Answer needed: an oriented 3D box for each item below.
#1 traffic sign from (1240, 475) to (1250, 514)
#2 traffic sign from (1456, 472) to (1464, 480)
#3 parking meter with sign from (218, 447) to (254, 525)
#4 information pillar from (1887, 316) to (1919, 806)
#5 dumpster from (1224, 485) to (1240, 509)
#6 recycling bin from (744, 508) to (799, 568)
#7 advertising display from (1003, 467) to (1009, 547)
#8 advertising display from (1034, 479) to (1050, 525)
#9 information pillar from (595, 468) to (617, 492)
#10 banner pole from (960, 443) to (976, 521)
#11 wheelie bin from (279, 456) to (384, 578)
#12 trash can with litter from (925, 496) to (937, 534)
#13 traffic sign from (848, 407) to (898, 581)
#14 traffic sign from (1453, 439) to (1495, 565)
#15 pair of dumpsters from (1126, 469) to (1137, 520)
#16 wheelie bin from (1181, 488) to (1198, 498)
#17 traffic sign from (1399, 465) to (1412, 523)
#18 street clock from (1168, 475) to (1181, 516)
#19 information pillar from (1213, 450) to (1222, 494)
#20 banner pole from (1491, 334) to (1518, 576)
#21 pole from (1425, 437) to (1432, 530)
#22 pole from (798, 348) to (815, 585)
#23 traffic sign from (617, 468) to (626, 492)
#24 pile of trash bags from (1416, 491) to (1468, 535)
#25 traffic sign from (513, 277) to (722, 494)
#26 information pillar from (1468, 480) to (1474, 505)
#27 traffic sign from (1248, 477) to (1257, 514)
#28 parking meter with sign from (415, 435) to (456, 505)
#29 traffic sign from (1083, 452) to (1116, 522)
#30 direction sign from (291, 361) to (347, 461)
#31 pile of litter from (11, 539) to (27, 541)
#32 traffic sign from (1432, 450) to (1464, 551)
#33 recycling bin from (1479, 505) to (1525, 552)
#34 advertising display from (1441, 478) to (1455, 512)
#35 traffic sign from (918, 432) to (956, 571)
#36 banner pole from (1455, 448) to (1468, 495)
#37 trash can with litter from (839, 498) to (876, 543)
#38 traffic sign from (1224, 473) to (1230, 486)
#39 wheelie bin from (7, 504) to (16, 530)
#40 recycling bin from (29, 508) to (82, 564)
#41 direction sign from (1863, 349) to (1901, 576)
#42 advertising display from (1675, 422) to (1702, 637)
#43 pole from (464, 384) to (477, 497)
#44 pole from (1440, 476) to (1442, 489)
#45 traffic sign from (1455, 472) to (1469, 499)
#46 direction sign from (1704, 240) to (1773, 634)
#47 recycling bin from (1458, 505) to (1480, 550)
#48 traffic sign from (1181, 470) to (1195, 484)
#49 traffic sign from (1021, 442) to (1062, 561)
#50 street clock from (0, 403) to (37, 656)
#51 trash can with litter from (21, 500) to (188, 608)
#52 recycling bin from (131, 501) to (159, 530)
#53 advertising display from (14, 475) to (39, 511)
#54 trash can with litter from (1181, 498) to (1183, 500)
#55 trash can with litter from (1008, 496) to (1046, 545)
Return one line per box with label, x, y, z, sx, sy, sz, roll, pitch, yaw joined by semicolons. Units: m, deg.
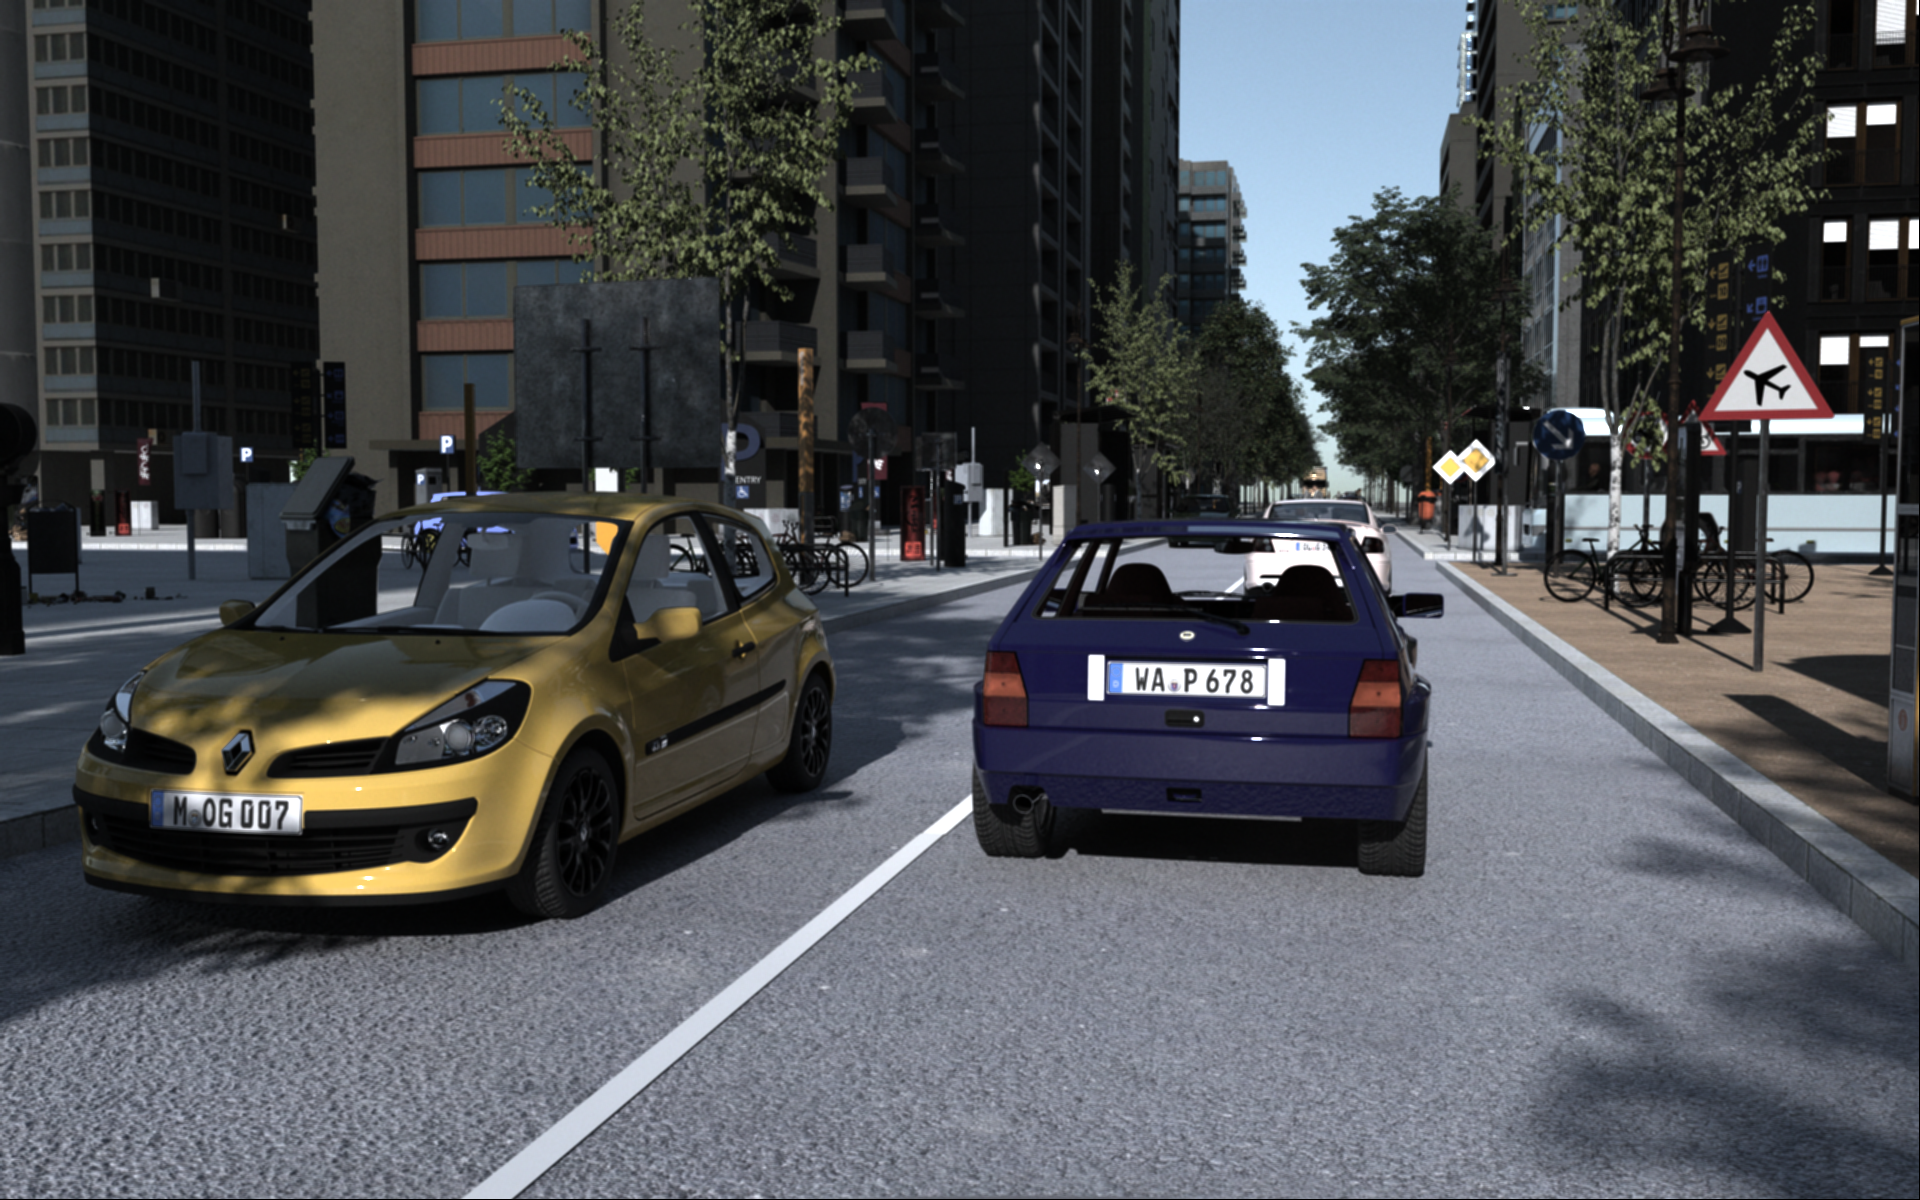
traffic sign;18.146;-6.750;110.463;0.768;2.556;0.104;1;4;13
traffic sign;18.140;-3.891;63.730;0.768;2.556;0.104;1;4;22
parking meter with sign;-26.755;-4.132;63.823;0.543;3.016;1.738;1;4;13
information pillar;4.090;-0.165;7.188;0.304;2.012;0.304;1;4;8
dumpster;17.733;-6.619;113.973;1.264;1.857;1.865;1;4;13
recycling bin;-3.269;-1.071;30.063;0.722;1.027;0.722;-3;5;-43
advertising display;1.124;-2.269;42.305;0.123;1.923;0.974;0;4;1
advertising display;3.592;-4.096;72.189;0.974;1.923;0.123;1;4;15
information pillar;-5.151;-2.088;25.491;0.504;3.616;0.183;2;4;29
banner pole;0.377;-5.746;83.959;0.863;3.779;0.401;0;4;-2
wheelie bin;-5.314;-0.415;14.701;0.980;1.594;0.693;3;5;42
trash can with litter;-0.768;-2.755;56.109;1.678;1.210;2.233;2;4;31
traffic sign;-1.294;-1.550;25.443;0.768;2.556;0.104;1;4;14
traffic sign;9.351;-1.700;31.445;0.795;2.450;0.064;1;4;13
pair of dumpsters;5.219;-3.574;60.931;1.574;2.255;4.437;1;4;13
wheelie bin;11.123;-4.637;83.723;0.980;1.594;0.693;1;4;12
traffic sign;19.539;-4.614;75.541;0.768;2.556;0.104;1;4;18
street clock;8.130;-3.741;65.737;0.471;2.002;0.358;0;4;8
information pillar;13.688;-6.171;92.248;0.504;3.616;0.183;-2;4;-24
banner pole;8.430;-2.257;26.926;0.401;3.779;0.863;2;4;34
pole;16.759;-4.167;61.978;0.158;3.312;0.155;0;3;0
pole;-2.159;-1.863;24.311;0.158;3.312;0.155;0;3;0
traffic sign;-3.347;-1.041;17.129;0.768;2.556;0.104;1;4;21
pile of trash bags;15.879;-2.745;54.628;1.912;1.369;3.447;-3;5;-39
traffic sign;-3.317;-1.392;16.628;2.265;3.308;0.079;1;4;20
information pillar;26.819;-5.276;90.756;0.304;2.012;0.304;-1;4;-10
traffic sign;18.636;-6.788;111.092;0.768;2.556;0.104;1;4;16
parking meter with sign;-15.526;-3.322;50.572;0.543;3.016;1.738;2;4;27
traffic sign;3.293;-2.285;40.995;0.795;2.450;0.064;1;4;13
direction sign;-10.977;-2.307;29.711;0.876;3.537;0.379;-1;4;-11
pile of litter;-25.650;-2.078;47.932;1.176;0.858;1.719;2;4;27
traffic sign;11.092;-2.177;39.239;0.795;2.450;0.064;1;4;13
recycling bin;12.154;-1.601;38.725;0.722;1.027;0.722;2;4;35
advertising display;17.723;-3.528;62.900;0.123;1.923;0.974;3;4;36
traffic sign;-0.359;-1.626;28.720;0.606;2.300;0.079;1;4;20
banner pole;24.198;-5.736;83.803;0.863;3.779;0.401;3;5;40
trash can with litter;-2.741;-2.114;45.950;0.624;1.170;1.055;2;4;29
traffic sign;16.555;-6.493;106.259;0.768;2.556;0.104;1;4;16
wheelie bin;-33.341;-3.267;61.326;0.980;1.594;0.693;3;5;40
recycling bin;-16.601;-1.176;31.785;0.722;1.027;0.722;-3;5;-40
direction sign;14.600;-2.160;27.321;0.876;3.537;0.379;-1;4;-17
advertising display;6.663;-0.658;15.980;0.123;1.923;0.974;1;4;13
pole;-9.057;-2.338;32.073;0.158;3.312;0.155;0;3;0
pole;29.087;-6.776;104.637;0.158;3.312;0.155;0;3;0
traffic sign;22.152;-4.689;76.774;0.768;2.556;0.104;1;4;19
direction sign;7.142;-1.466;15.972;0.379;3.537;0.876;-1;4;-13
recycling bin;12.017;-1.683;40.066;0.722;1.027;0.722;-1;4;-14
traffic sign;11.893;-5.522;90.394;0.768;2.556;0.104;1;4;14
traffic sign;1.552;-1.808;33.202;0.795;2.450;0.064;1;4;13
street clock;-7.609;-0.563;13.772;0.471;2.002;0.358;0;4;1
trash can with litter;-10.356;-0.586;20.641;2.233;1.210;1.678;-3;4;-38
recycling bin;-29.119;-3.016;61.871;0.722;1.027;0.722;0;4;-6
advertising display;-32.066;-3.322;59.530;0.123;1.923;0.974;1;4;12
trash can with litter;10.696;-4.521;85.306;0.624;1.170;1.055;3;5;39
trash can with litter;1.667;-1.971;43.616;0.624;1.170;1.055;3;5;39
